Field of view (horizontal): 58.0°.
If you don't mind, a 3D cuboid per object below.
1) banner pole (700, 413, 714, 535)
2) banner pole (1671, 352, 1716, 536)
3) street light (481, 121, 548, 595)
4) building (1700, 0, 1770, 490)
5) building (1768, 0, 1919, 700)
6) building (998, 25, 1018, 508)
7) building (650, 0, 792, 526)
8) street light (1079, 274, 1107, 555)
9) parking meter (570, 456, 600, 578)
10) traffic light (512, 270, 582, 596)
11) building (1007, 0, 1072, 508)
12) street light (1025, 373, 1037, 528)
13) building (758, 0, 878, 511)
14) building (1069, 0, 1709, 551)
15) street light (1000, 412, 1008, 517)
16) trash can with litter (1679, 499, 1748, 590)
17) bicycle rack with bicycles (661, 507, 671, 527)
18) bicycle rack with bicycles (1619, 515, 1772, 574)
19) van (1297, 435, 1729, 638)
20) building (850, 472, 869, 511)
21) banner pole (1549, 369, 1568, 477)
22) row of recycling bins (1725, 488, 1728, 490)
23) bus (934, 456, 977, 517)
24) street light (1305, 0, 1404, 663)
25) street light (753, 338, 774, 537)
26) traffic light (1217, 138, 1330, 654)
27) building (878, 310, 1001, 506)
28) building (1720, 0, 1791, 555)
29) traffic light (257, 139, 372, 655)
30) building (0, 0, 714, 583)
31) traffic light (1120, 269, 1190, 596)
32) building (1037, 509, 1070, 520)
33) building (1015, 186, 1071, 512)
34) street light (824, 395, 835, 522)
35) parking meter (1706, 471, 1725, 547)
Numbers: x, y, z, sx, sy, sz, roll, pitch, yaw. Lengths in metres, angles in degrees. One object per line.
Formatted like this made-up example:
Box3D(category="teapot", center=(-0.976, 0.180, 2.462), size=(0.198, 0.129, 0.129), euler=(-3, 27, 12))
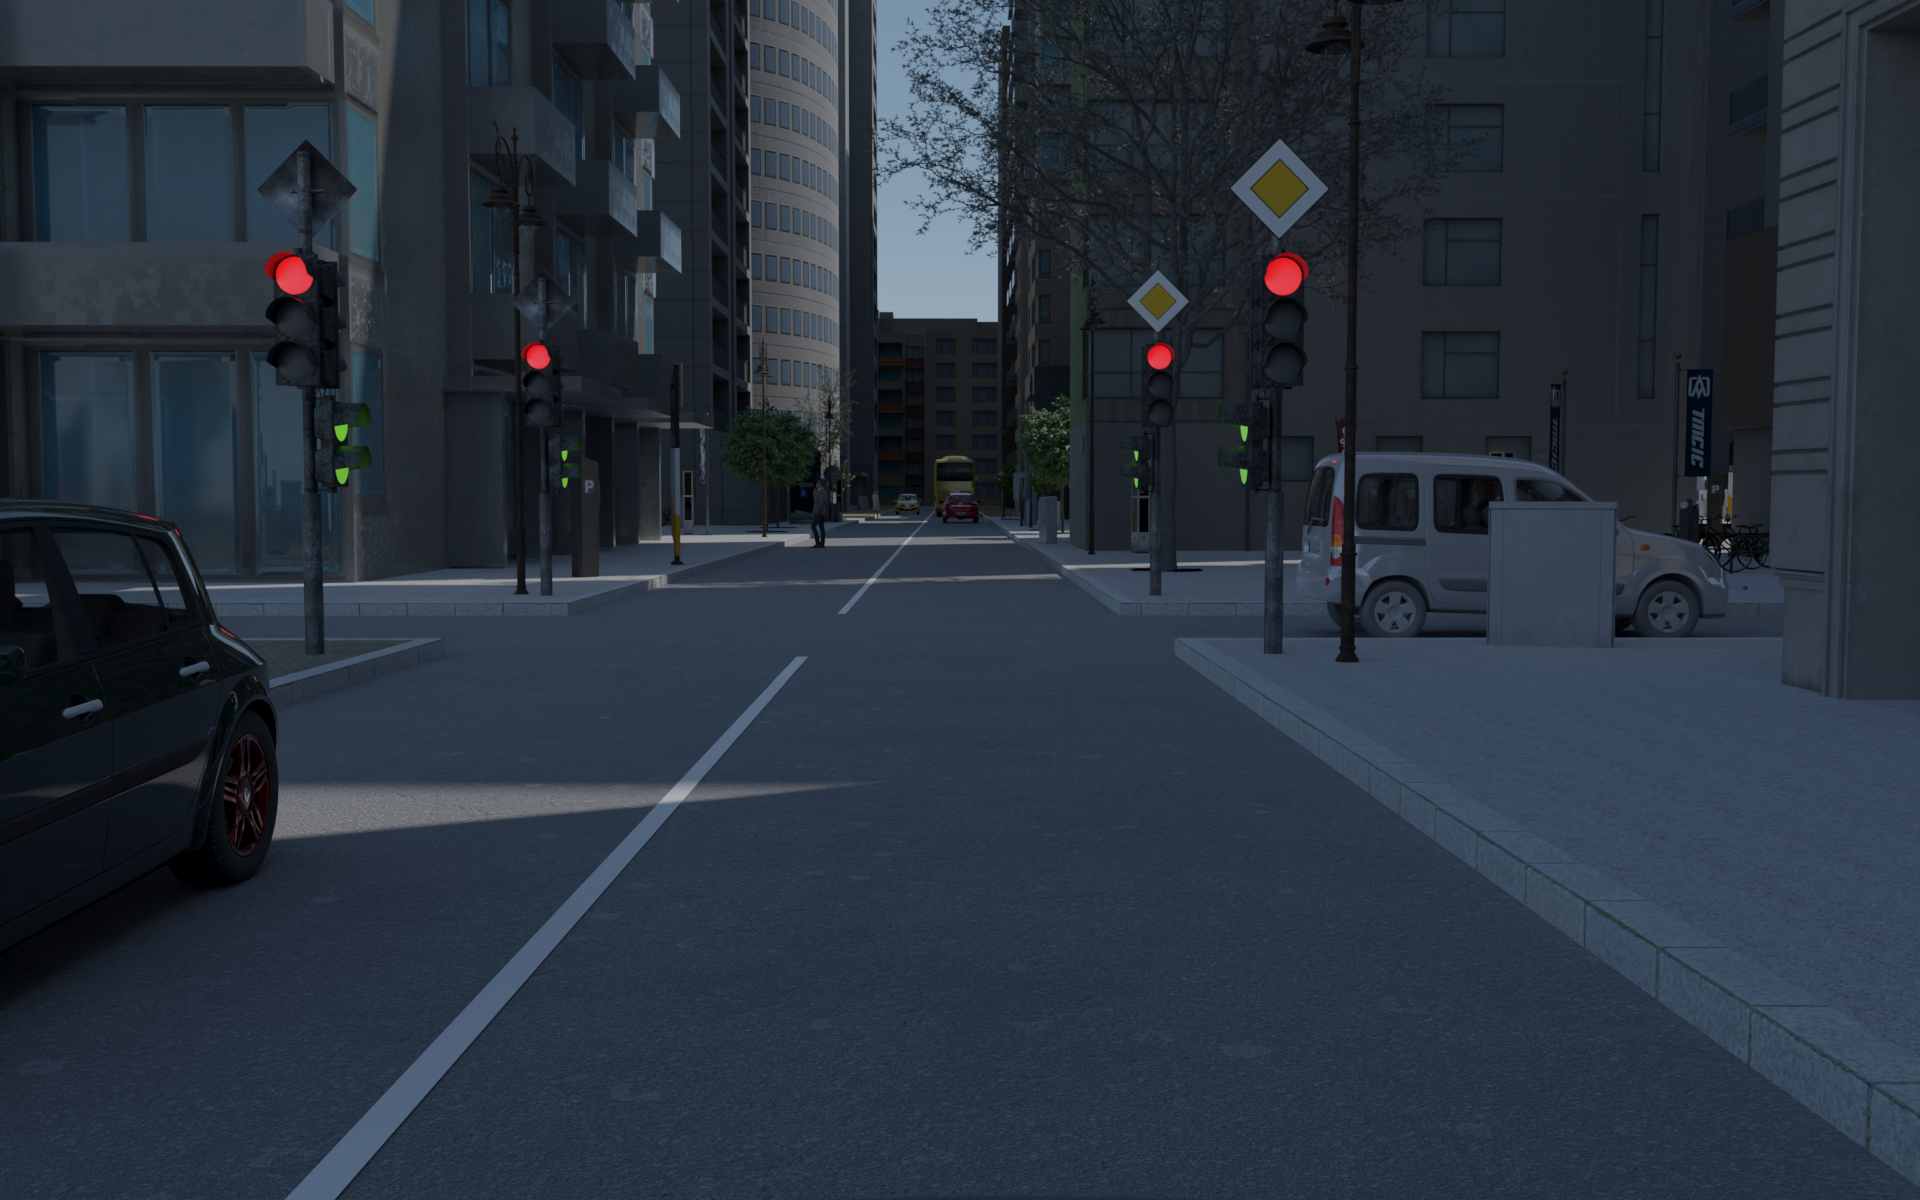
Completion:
Box3D(category="banner pole", center=(-7.964, -3.912, 53.985), size=(0.401, 3.779, 0.863), euler=(-2, 4, -29))
Box3D(category="banner pole", center=(12.862, -2.481, 30.576), size=(0.863, 3.779, 0.401), euler=(0, 4, 1))
Box3D(category="street light", center=(-5.614, -3.010, 22.001), size=(0.468, 5.910, 1.993), euler=(0, 4, 0))
Box3D(category="building", center=(67.503, -44.187, 160.707), size=(20.611, 71.187, 20.563), euler=(0, 4, 0))
Box3D(category="building", center=(10.564, -10.102, 1.332), size=(11.583, 22.565, 21.152), euler=(0, 4, 0))
Box3D(category="building", center=(10.671, -31.429, 163.969), size=(14.600, 45.320, 14.200), euler=(0, 4, 0))
Box3D(category="building", center=(-18.134, -39.148, 78.322), size=(20.563, 71.187, 20.611), euler=(0, 4, 0))
Box3D(category="street light", center=(2.789, -3.900, 36.557), size=(0.468, 5.910, 1.993), euler=(0, 4, 0))
Box3D(category="parking meter", center=(-5.781, -1.286, 26.738), size=(0.255, 1.863, 0.399), euler=(3, 5, 43))
Box3D(category="traffic light", center=(-5.204, -2.009, 21.760), size=(0.839, 4.253, 0.868), euler=(0, 4, 0))
Box3D(category="building", center=(15.222, -31.926, 141.595), size=(23.786, 49.044, 30.456), euler=(0, 4, 0))
Box3D(category="street light", center=(2.707, -5.700, 65.982), size=(0.468, 5.910, 1.993), euler=(0, 4, 0))
Box3D(category="building", center=(-21.839, -37.816, 160.290), size=(28.212, 58.520, 21.231), euler=(0, 4, 0))
Box3D(category="building", center=(9.808, -22.091, 44.781), size=(14.154, 41.232, 14.086), euler=(0, 4, 0))
Box3D(category="street light", center=(2.435, -7.534, 95.975), size=(0.468, 5.910, 1.993), euler=(0, 4, 0))
Box3D(category="trash can with litter", center=(9.711, -0.749, 23.299), size=(1.678, 1.210, 2.233), euler=(1, 4, 19))
Box3D(category="bicycle rack with bicycles", center=(-12.395, -3.359, 68.303), size=(2.925, 0.926, 2.852), euler=(0, 4, -7))
Box3D(category="bicycle rack with bicycles", center=(13.000, -0.950, 28.918), size=(2.925, 0.926, 2.852), euler=(0, 4, -5))
Box3D(category="van", center=(5.510, -0.633, 17.367), size=(4.112, 2.044, 2.013), euler=(0, 4, -1))
Box3D(category="building", center=(-23.695, -27.228, 137.052), size=(32.217, 40.220, 23.993), euler=(0, 4, 0))
Box3D(category="banner pole", center=(11.942, -2.727, 34.596), size=(0.401, 3.779, 0.863), euler=(3, 5, 44))
Box3D(category="row of recycling bins", center=(42.041, -5.234, 92.681), size=(1.069, 1.692, 3.534), euler=(0, 4, -7))
Box3D(category="bus", center=(-0.298, -7.336, 111.494), size=(2.896, 3.916, 12.252), euler=(0, 4, 0))
Box3D(category="street light", center=(2.966, -2.465, 13.088), size=(0.468, 5.910, 1.993), euler=(0, 4, 0))
Box3D(category="street light", center=(-5.826, -4.810, 51.426), size=(0.468, 5.910, 1.993), euler=(0, 4, 0))
Box3D(category="traffic light", center=(2.503, -1.524, 13.835), size=(0.839, 4.253, 0.868), euler=(0, 4, 0))
Box3D(category="building", center=(-9.267, -21.419, 195.242), size=(28.899, 21.520, 27.650), euler=(0, 4, 0))
Box3D(category="building", center=(23.674, -23.211, 29.616), size=(14.200, 45.320, 14.600), euler=(0, 4, 0))
Box3D(category="traffic light", center=(-5.158, -1.520, 13.775), size=(0.839, 4.253, 0.868), euler=(0, 4, 0))
Box3D(category="building", center=(-18.364, -25.480, 36.214), size=(23.786, 49.044, 30.456), euler=(0, 4, 0))
Box3D(category="traffic light", center=(2.457, -2.012, 21.820), size=(0.839, 4.253, 0.868), euler=(0, 4, 0))
Box3D(category="building", center=(14.906, -46.916, 79.752), size=(22.319, 86.520, 31.000), euler=(0, 4, 0))
Box3D(category="building", center=(17.953, -16.333, 112.088), size=(27.650, 21.520, 28.899), euler=(0, 4, 0))
Box3D(category="street light", center=(-6.077, -6.609, 80.850), size=(0.468, 5.910, 1.993), euler=(0, 4, 0))
Box3D(category="parking meter", center=(18.402, -2.230, 42.179), size=(0.399, 1.863, 0.255), euler=(2, 4, 24))
